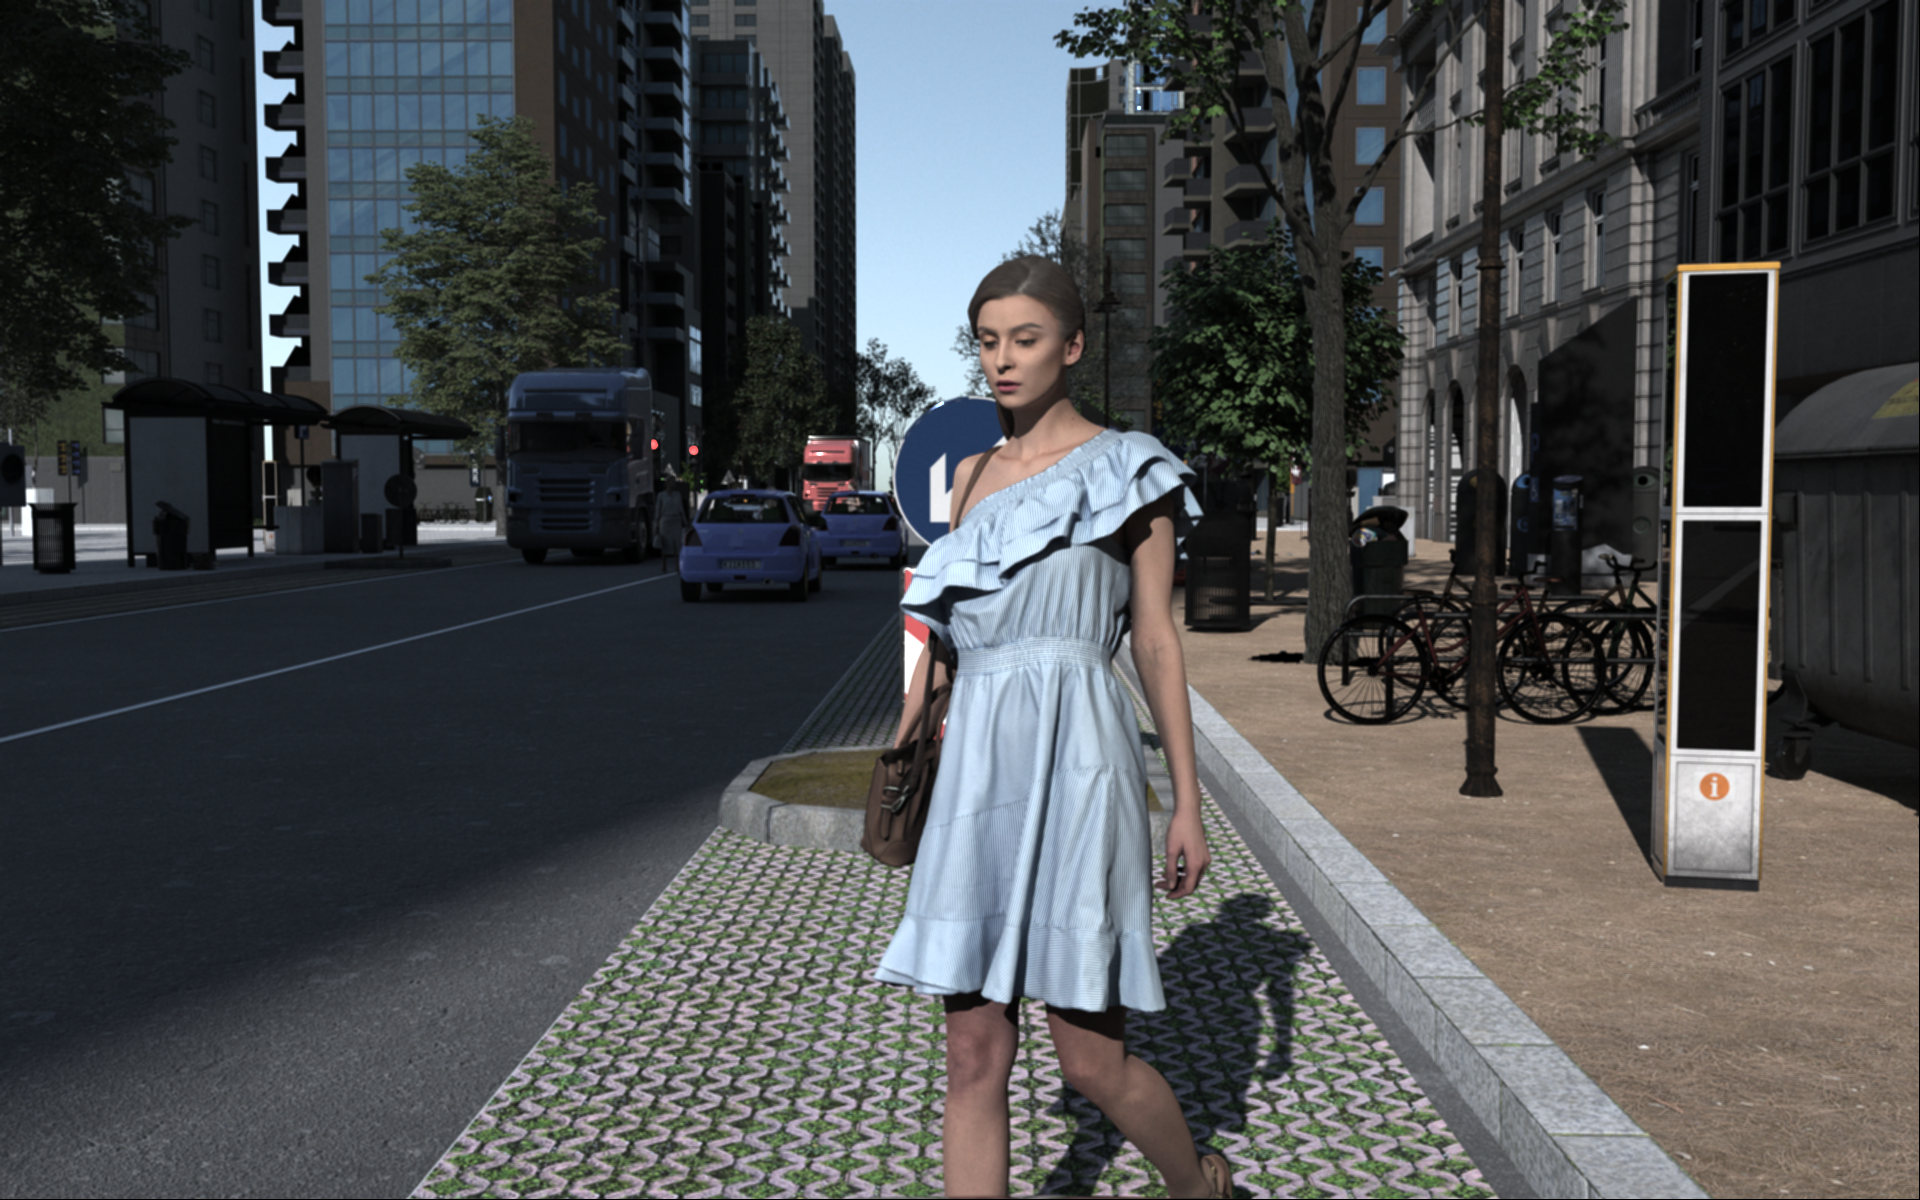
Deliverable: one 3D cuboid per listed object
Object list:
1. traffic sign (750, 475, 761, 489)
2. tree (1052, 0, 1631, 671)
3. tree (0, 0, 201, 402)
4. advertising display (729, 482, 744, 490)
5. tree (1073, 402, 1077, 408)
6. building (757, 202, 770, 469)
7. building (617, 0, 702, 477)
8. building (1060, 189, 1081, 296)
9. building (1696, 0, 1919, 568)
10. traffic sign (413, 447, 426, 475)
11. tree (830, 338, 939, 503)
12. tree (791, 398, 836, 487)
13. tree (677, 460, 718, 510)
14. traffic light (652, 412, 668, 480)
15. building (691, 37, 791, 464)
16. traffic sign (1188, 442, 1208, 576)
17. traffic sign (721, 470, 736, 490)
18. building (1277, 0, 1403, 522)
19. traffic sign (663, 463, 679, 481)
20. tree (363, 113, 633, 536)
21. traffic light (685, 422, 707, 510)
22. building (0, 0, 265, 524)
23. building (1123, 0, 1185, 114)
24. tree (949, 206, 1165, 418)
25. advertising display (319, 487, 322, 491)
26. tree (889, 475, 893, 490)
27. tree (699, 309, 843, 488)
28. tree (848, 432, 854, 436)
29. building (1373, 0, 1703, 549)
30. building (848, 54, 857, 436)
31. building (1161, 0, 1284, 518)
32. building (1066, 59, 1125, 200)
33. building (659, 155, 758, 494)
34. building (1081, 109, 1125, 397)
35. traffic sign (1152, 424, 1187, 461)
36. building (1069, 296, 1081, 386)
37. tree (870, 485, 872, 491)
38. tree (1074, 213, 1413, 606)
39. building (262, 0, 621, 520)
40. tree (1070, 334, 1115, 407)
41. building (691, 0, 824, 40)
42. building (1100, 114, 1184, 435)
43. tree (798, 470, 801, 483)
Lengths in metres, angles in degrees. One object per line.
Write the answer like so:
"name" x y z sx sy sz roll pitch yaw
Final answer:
"traffic sign" -13.498 -6.991 114.416 0.768 2.556 0.104 1 4 11
"tree" 2.653 -5.329 12.886 9.928 11.665 9.643 0 3 0
"tree" -13.689 -6.383 22.493 7.486 12.596 7.792 0 3 0
"advertising display" -11.749 -5.254 91.112 0.123 1.923 0.974 3 4 36
"tree" 4.107 -8.214 84.665 4.360 8.622 3.978 0 3 0
"building" -25.914 -24.027 164.535 14.160 30.474 14.107 0 4 1
"building" -29.875 -49.324 119.115 22.319 86.520 31.000 0 4 1
"building" 26.609 -39.509 269.671 21.300 48.544 21.600 0 4 1
"building" 17.824 -13.520 14.565 14.314 27.812 24.014 0 4 1
"traffic sign" -14.657 -2.826 46.312 0.768 2.556 0.104 0 4 4
"tree" -9.517 -21.520 207.739 12.611 20.169 13.585 0 3 0
"tree" -11.128 -10.878 128.212 4.737 8.622 4.395 0 3 0
"tree" -12.976 -5.480 84.203 1.663 3.219 1.824 0 3 0
"traffic light" -10.475 -4.321 59.566 0.839 4.253 0.868 0 4 1
"building" -30.286 -34.685 186.707 23.786 49.044 30.456 0 4 1
"traffic sign" 3.856 -1.531 27.156 0.606 2.300 0.079 0 4 3
"traffic sign" -12.245 -5.612 91.753 0.884 2.594 0.081 0 4 7
"building" 22.860 -26.267 79.572 14.200 45.320 14.600 0 4 1
"traffic sign" -12.010 -4.371 71.464 0.884 2.594 0.081 0 4 3
"tree" -13.746 -8.179 51.862 7.486 12.596 7.792 0 3 0
"traffic light" -10.308 -4.809 67.550 0.839 4.253 0.868 0 4 1
"building" -42.153 -24.238 79.886 14.086 41.232 14.154 0 4 1
"building" 25.591 -52.953 178.448 22.319 86.520 31.000 0 4 1
"tree" 4.486 -10.071 75.034 12.009 13.543 11.850 0 3 0
"advertising display" -21.477 -3.299 59.151 0.123 1.923 0.974 2 4 34
"tree" -9.062 -16.849 259.188 4.285 4.588 4.351 0 3 0
"tree" -11.763 -11.637 107.267 9.611 12.733 9.660 0 3 0
"tree" -11.263 -13.847 176.758 4.360 8.622 3.978 0 3 0
"building" 18.420 -12.044 38.728 13.314 21.916 24.055 0 4 1
"building" -26.200 -50.552 264.777 20.563 71.187 20.611 0 4 1
"building" 23.777 -27.480 103.919 22.147 44.769 28.867 0 4 1
"building" 26.066 -52.099 290.062 20.563 71.187 20.611 0 4 1
"building" -25.942 -23.165 150.451 14.160 30.474 14.107 0 4 1
"building" 21.393 -33.785 202.497 14.600 45.320 14.200 0 4 1
"traffic sign" 3.465 -1.703 27.949 0.768 2.556 0.104 0 4 7
"building" 22.648 -29.364 251.803 14.160 30.474 14.107 0 4 1
"tree" -10.139 -11.647 185.032 1.663 3.219 1.824 0 3 0
"tree" 3.643 -2.241 20.354 4.285 4.588 4.351 0 3 0
"building" -26.133 -26.889 89.745 14.600 45.320 14.200 0 4 1
"tree" 5.514 -11.238 101.870 7.486 12.596 7.792 0 3 0
"building" -27.453 -49.295 244.227 20.563 71.187 20.611 0 4 1
"building" 17.813 -22.220 134.994 14.160 30.474 14.107 0 4 1
"tree" -11.362 -9.478 138.673 4.285 4.588 4.351 0 3 0
